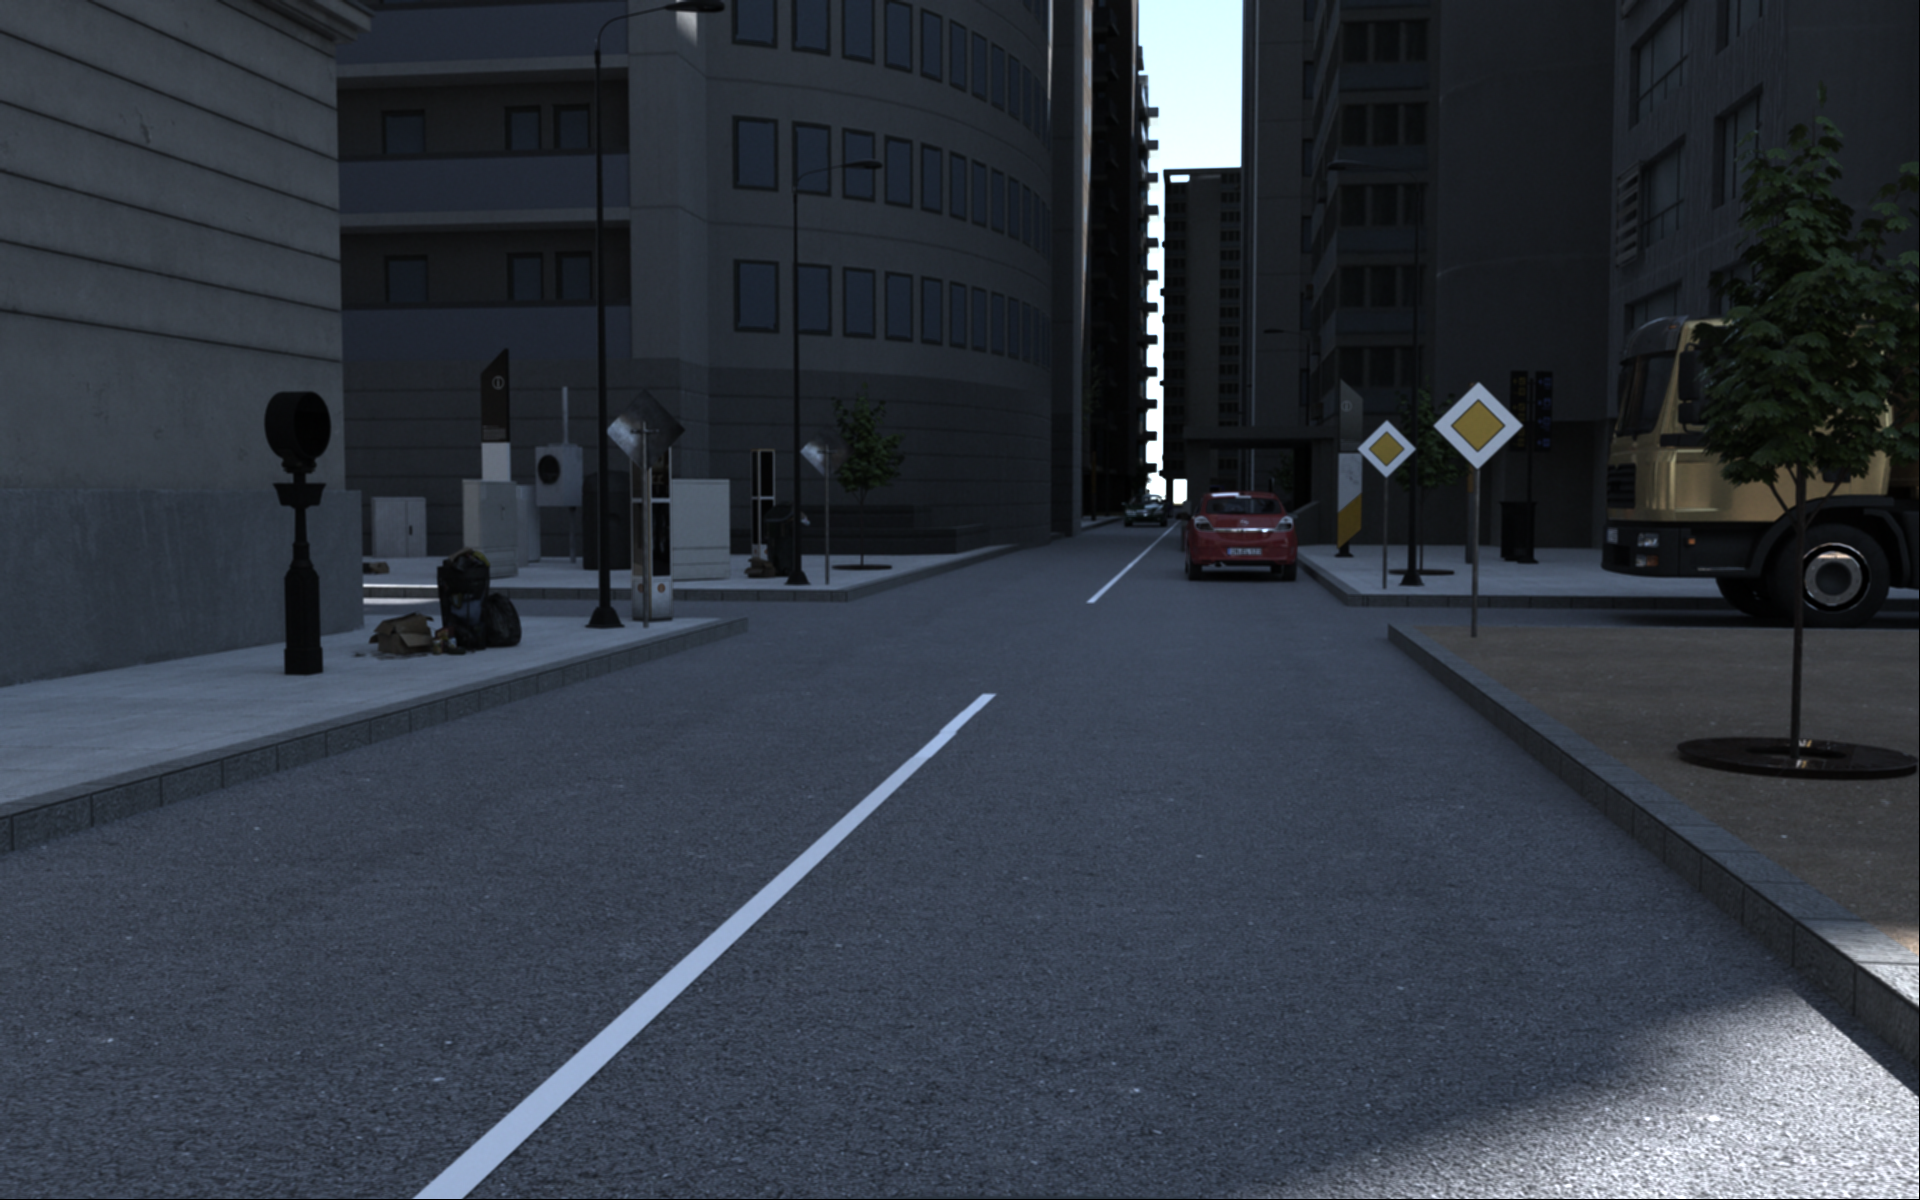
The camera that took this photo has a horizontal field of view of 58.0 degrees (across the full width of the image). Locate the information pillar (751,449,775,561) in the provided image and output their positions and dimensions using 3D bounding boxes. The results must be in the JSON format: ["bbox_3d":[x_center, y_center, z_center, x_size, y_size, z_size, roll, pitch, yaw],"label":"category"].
[{"bbox_3d":[-3.232,-1.466,28.458,0.304,2.012,0.304,-2,4,-31],"label":"information pillar"}]

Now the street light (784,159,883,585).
[{"bbox_3d":[-1.767,-3.164,24.268,1.470,5.913,1.316,1,4,8],"label":"street light"}]

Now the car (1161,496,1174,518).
[{"bbox_3d":[11.900,-5.605,104.215,1.945,1.354,3.894,1,4,10],"label":"car"}]

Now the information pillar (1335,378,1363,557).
[{"bbox_3d":[7.896,-2.677,35.125,0.504,3.616,0.183,0,4,-1],"label":"information pillar"}]

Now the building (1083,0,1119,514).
[{"bbox_3d":[-1.047,-28.110,114.226,22.147,44.769,28.867,1,4,8],"label":"building"}]

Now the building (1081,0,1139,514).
[{"bbox_3d":[6.615,-29.646,134.826,14.600,45.320,14.200,1,4,8],"label":"building"}]

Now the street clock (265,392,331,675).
[{"bbox_3d":[-4.683,-0.473,12.303,0.358,2.002,0.471,1,4,12],"label":"street clock"}]

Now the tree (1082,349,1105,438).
[{"bbox_3d":[3.615,-7.307,69.838,4.737,8.622,4.395,0,3,0],"label":"tree"}]

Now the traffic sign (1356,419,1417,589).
[{"bbox_3d":[5.738,-1.206,23.356,0.795,2.450,0.064,1,4,8],"label":"traffic sign"}]

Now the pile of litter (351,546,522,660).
[{"bbox_3d":[-4.323,-0.019,14.277,1.176,0.858,1.719,2,4,34],"label":"pile of litter"}]

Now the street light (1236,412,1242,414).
[{"bbox_3d":[16.252,-7.657,97.730,1.470,5.913,1.316,1,4,8],"label":"street light"}]

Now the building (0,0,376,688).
[{"bbox_3d":[-17.536,-13.674,10.965,23.554,28.519,14.401,1,4,8],"label":"building"}]

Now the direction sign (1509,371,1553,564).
[{"bbox_3d":[10.518,-2.445,31.970,0.876,3.537,0.379,-1,4,-16],"label":"direction sign"}]

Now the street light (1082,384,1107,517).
[{"bbox_3d":[5.361,-6.177,73.537,1.470,5.913,1.316,1,4,8],"label":"street light"}]

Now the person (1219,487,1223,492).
[{"bbox_3d":[13.710,-5.067,91.446,0.694,1.812,0.767,2,4,26],"label":"person"}]

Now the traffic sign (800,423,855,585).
[{"bbox_3d":[-1.876,-1.274,24.467,0.795,2.450,0.064,1,4,8],"label":"traffic sign"}]

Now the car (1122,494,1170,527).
[{"bbox_3d":[8.300,-4.001,77.216,2.131,1.459,4.920,0,4,8],"label":"car"}]

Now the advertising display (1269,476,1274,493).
[{"bbox_3d":[11.429,-3.568,63.558,0.123,1.923,0.974,1,4,15],"label":"advertising display"}]

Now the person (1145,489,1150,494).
[{"bbox_3d":[10.964,-5.554,100.094,0.721,1.735,1.217,0,4,-1],"label":"person"}]

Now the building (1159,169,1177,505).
[{"bbox_3d":[34.651,-30.755,194.727,23.993,40.220,32.217,1,4,8],"label":"building"}]

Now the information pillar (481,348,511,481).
[{"bbox_3d":[-7.459,-2.235,27.900,0.504,3.616,0.183,1,4,17],"label":"information pillar"}]

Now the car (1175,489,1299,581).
[{"bbox_3d":[4.829,-1.288,30.091,2.155,1.783,4.494,0,4,6],"label":"car"}]

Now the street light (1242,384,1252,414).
[{"bbox_3d":[12.786,-6.158,73.226,1.470,5.913,1.316,1,4,8],"label":"street light"}]

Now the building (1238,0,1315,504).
[{"bbox_3d":[36.001,-37.594,156.661,21.231,58.520,28.212,1,4,8],"label":"building"}]

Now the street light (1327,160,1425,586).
[{"bbox_3d":[5.809,-3.161,24.223,1.470,5.913,1.316,1,4,8],"label":"street light"}]

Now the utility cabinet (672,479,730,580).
[{"bbox_3d":[-4.000,-1.044,25.755,1.173,1.500,0.318,-3,5,-41],"label":"utility cabinet"}]

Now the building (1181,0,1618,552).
[{"bbox_3d":[22.409,-21.674,46.251,32.217,40.220,23.993,1,4,8],"label":"building"}]

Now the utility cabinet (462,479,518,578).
[{"bbox_3d":[-7.120,-1.079,26.327,0.318,1.500,1.173,1,4,12],"label":"utility cabinet"}]

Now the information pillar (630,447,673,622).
[{"bbox_3d":[-3.116,-0.795,17.488,0.304,2.012,0.304,3,5,40],"label":"information pillar"}]

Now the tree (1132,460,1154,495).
[{"bbox_3d":[14.810,-10.068,148.327,4.285,4.588,4.351,0,3,0],"label":"tree"}]

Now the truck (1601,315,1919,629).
[{"bbox_3d":[11.320,-1.392,18.685,9.791,3.379,3.469,1,4,10],"label":"truck"}]

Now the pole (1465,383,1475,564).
[{"bbox_3d":[9.404,-2.322,31.802,0.158,3.312,0.155,0,3,0],"label":"pole"}]

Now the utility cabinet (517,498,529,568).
[{"bbox_3d":[-7.949,-1.191,30.629,0.306,1.237,1.020,-2,4,-35],"label":"utility cabinet"}]

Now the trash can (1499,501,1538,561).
[{"bbox_3d":[10.670,-1.314,33.135,0.748,1.137,0.748,0,3,0],"label":"trash can"}]

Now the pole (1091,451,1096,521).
[{"bbox_3d":[6.407,-5.447,82.901,0.158,3.312,0.155,0,3,0],"label":"pole"}]

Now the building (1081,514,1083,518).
[{"bbox_3d":[-0.744,-26.732,87.176,14.600,45.320,14.200,1,4,8],"label":"building"}]

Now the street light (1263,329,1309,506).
[{"bbox_3d":[9.220,-4.660,48.736,1.470,5.913,1.316,1,4,8],"label":"street light"}]

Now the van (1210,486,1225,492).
[{"bbox_3d":[18.487,-7.517,127.294,2.240,2.365,5.245,0,4,6],"label":"van"}]

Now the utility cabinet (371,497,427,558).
[{"bbox_3d":[-11.293,-1.451,34.880,1.020,1.237,0.306,-2,4,-31],"label":"utility cabinet"}]

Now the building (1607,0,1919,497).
[{"bbox_3d":[19.295,-21.018,27.231,14.086,41.232,14.154,1,4,8],"label":"building"}]

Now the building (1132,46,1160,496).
[{"bbox_3d":[7.038,-35.164,194.546,30.456,49.044,23.786,1,4,8],"label":"building"}]

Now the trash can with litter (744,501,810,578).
[{"bbox_3d":[-2.839,-0.939,26.747,0.624,1.170,1.055,2,4,28],"label":"trash can with litter"}]

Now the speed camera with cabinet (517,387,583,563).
[{"bbox_3d":[-7.982,-2.318,32.230,2.038,3.252,0.660,2,4,29],"label":"speed camera with cabinet"}]

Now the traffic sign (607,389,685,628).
[{"bbox_3d":[-3.011,-0.790,16.562,0.795,2.450,0.064,1,4,8],"label":"traffic sign"}]

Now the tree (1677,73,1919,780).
[{"bbox_3d":[3.898,-0.824,8.071,1.663,3.219,1.824,0,3,0],"label":"tree"}]

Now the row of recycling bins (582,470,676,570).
[{"bbox_3d":[-5.862,-1.450,30.819,1.069,1.692,3.534,0,4,8],"label":"row of recycling bins"}]

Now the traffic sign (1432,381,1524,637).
[{"bbox_3d":[4.602,-0.722,15.452,0.795,2.450,0.064,1,4,8],"label":"traffic sign"}]

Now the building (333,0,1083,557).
[{"bbox_3d":[-8.055,-30.920,47.533,21.231,58.520,28.212,1,4,8],"label":"building"}]

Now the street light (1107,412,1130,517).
[{"bbox_3d":[8.911,-7.675,98.030,1.470,5.913,1.316,1,4,8],"label":"street light"}]

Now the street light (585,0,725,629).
[{"bbox_3d":[-2.888,-2.684,16.429,1.470,5.913,1.316,1,4,8],"label":"street light"}]

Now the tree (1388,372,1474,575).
[{"bbox_3d":[7.404,-2.020,27.625,1.663,3.219,1.824,0,3,0],"label":"tree"}]

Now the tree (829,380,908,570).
[{"bbox_3d":[-1.623,-2.137,29.534,1.663,3.219,1.824,0,3,0],"label":"tree"}]

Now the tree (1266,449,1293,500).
[{"bbox_3d":[12.709,-4.359,65.870,1.663,3.219,1.824,0,3,0],"label":"tree"}]
